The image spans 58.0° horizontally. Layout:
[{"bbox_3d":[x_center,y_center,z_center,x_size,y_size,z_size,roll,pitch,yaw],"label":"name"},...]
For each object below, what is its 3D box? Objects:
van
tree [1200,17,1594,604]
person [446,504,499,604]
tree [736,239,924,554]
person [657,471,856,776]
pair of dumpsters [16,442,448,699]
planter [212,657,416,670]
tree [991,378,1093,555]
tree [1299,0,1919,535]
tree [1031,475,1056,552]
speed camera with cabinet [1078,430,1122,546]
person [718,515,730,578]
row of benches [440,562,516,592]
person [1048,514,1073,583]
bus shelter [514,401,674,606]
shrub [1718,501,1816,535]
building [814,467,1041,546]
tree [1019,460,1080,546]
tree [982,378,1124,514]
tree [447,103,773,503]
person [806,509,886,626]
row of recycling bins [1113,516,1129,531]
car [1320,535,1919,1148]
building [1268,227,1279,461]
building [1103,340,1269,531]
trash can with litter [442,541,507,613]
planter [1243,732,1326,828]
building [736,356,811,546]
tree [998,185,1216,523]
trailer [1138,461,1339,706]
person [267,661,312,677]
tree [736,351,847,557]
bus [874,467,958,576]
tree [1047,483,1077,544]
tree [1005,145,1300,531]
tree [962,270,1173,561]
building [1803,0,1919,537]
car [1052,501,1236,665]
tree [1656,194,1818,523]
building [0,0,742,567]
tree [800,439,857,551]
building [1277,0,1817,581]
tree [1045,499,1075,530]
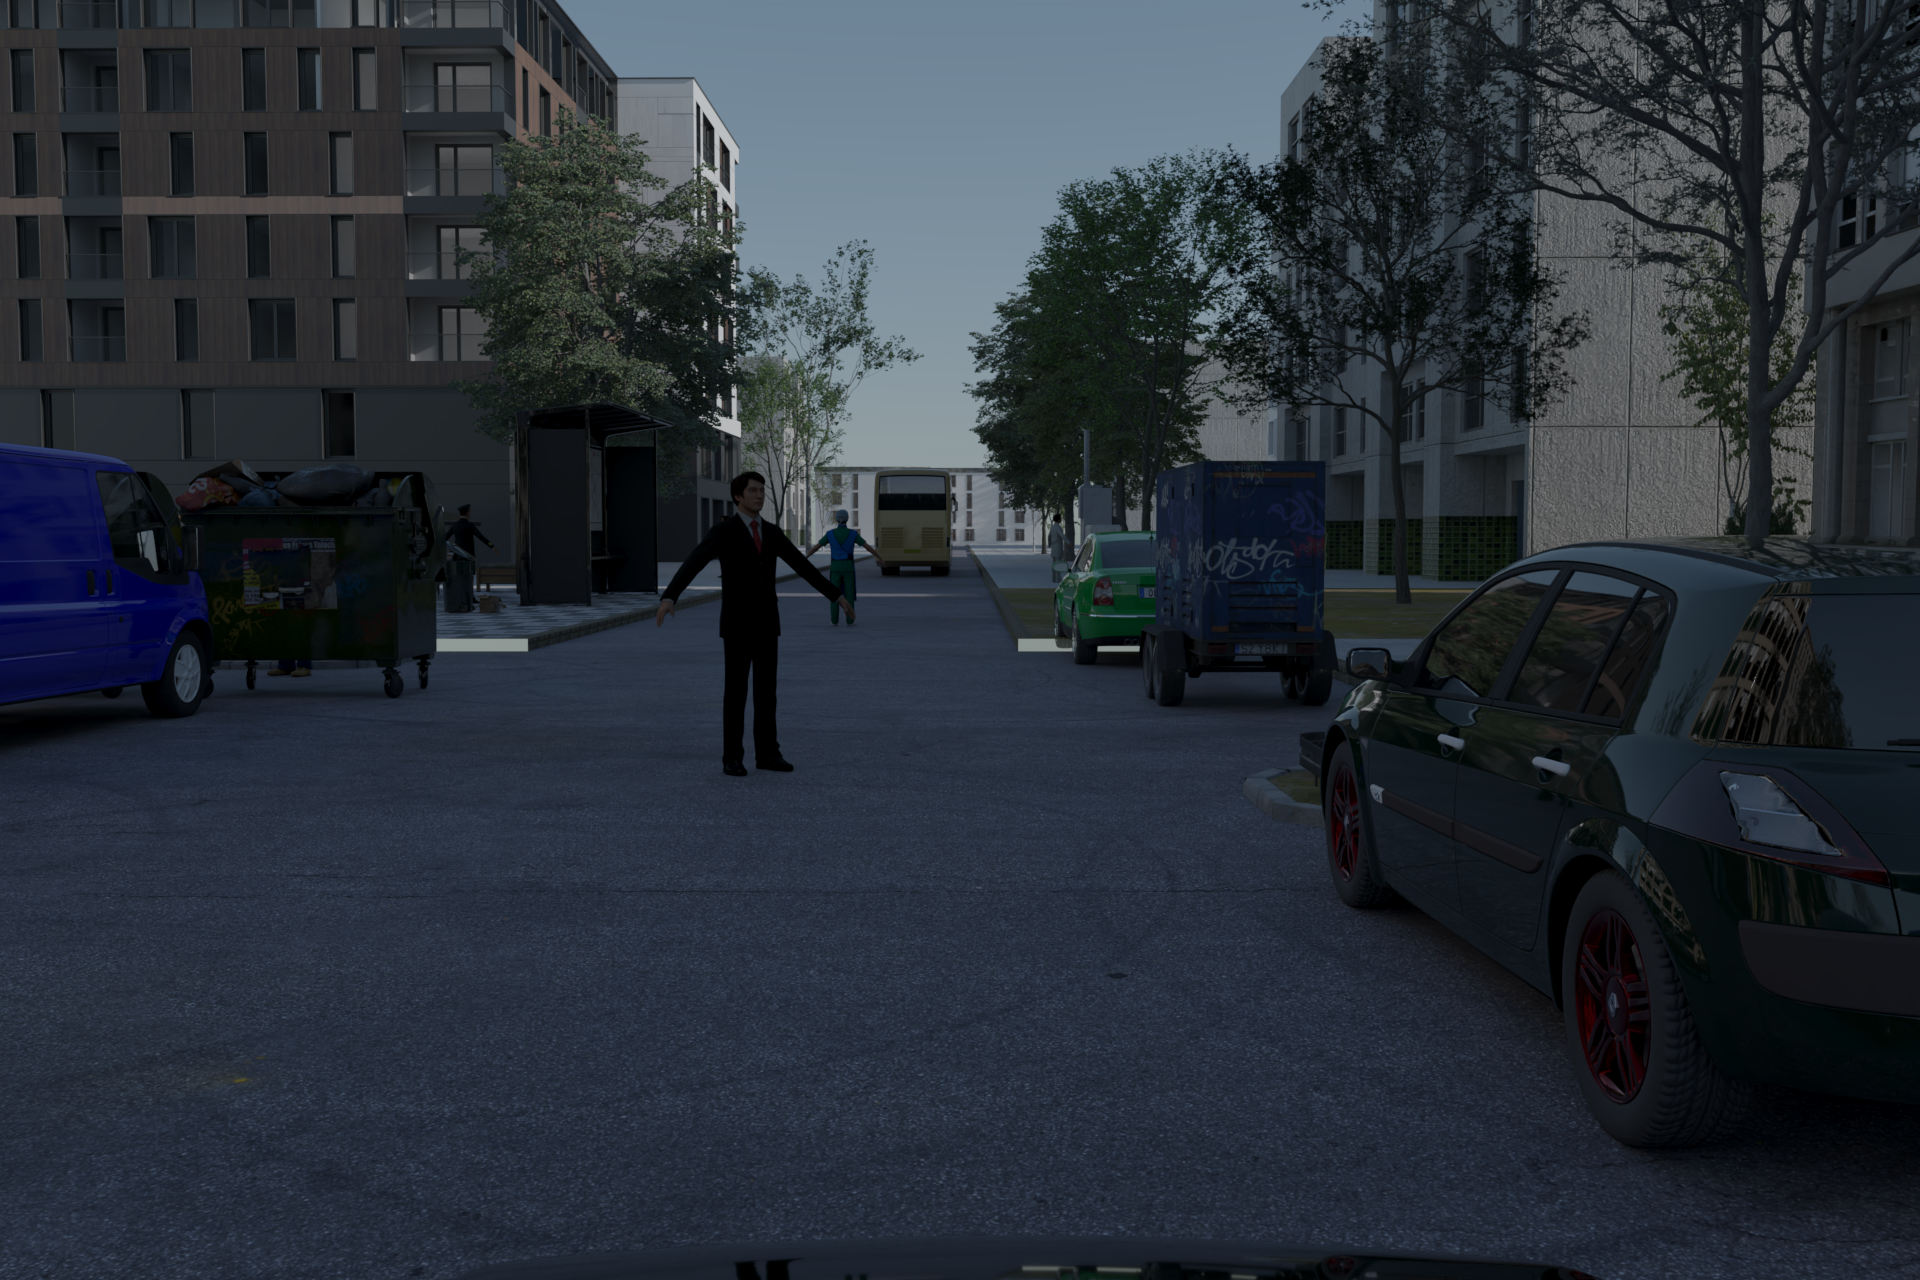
[{"bbox_3d":[-6.958,-0.452,11.780,2.240,2.365,5.245,0,4,0],"label":"van"},{"bbox_3d":[7.881,-5.956,31.801,7.601,10.594,8.767,1,4,18],"label":"tree"},{"bbox_3d":[-9.105,-1.590,31.931,1.347,1.837,0.705,2,4,24],"label":"person"},{"bbox_3d":[-8.259,-15.546,110.060,12.611,20.169,13.585,0,3,0],"label":"tree"},{"bbox_3d":[-1.244,-0.108,10.405,1.347,1.806,0.705,-3,4,-37],"label":"person"},{"bbox_3d":[-6.980,-0.643,15.465,4.436,2.255,1.574,0,4,0],"label":"pair of dumpsters"},{"bbox_3d":[-7.159,0.114,19.270,1.991,0.319,1.994,0,4,1],"label":"planter"},{"bbox_3d":[5.430,-11.209,109.024,9.928,11.665,9.643,0,3,0],"label":"tree"},{"bbox_3d":[8.453,-6.569,17.773,12.009,13.543,11.850,0,3,0],"label":"tree"},{"bbox_3d":[5.452,-10.537,122.639,4.737,8.622,4.395,0,3,0],"label":"tree"},{"bbox_3d":[2.613,-2.316,32.204,0.660,3.252,2.038,0,4,-2],"label":"speed camera with cabinet"},{"bbox_3d":[-6.882,-2.720,50.608,0.704,1.843,1.345,-2,4,-35],"label":"person"},{"bbox_3d":[-10.204,-1.408,38.487,4.104,0.672,1.422,0,4,7],"label":"row of benches"},{"bbox_3d":[2.599,-2.422,45.787,0.705,1.806,1.347,-2,4,-23],"label":"person"},{"bbox_3d":[-7.003,-2.599,33.784,1.731,3.624,6.357,0,4,1],"label":"bus shelter"},{"bbox_3d":[13.929,-1.570,30.092,1.690,2.028,1.600,0,3,0],"label":"shrub"},{"bbox_3d":[-3.804,-16.597,215.966,28.070,9.664,9.099,0,4,0],"label":"building"},{"bbox_3d":[5.385,-9.179,100.439,4.737,8.622,4.395,0,3,0],"label":"tree"},{"bbox_3d":[4.971,-9.579,91.028,8.767,10.594,7.601,1,4,16],"label":"tree"},{"bbox_3d":[-10.449,-8.872,51.705,9.857,13.997,8.962,0,3,0],"label":"tree"},{"bbox_3d":[-1.830,-1.130,27.057,1.347,1.817,0.704,0,4,3],"label":"person"},{"bbox_3d":[3.262,-2.000,39.816,1.069,1.692,3.534,0,4,1],"label":"row of recycling bins"},{"bbox_3d":[2.343,0.265,5.456,2.009,1.686,4.222,0,4,-1],"label":"car"},{"bbox_3d":[23.344,-14.957,100.969,16.016,20.090,11.380,0,4,1],"label":"building"},{"bbox_3d":[22.318,-18.333,166.203,16.747,18.905,31.486,0,4,0],"label":"building"},{"bbox_3d":[-7.969,-1.038,28.352,1.055,1.170,0.624,0,4,0],"label":"trash can with litter"},{"bbox_3d":[2.557,0.732,9.175,1.991,0.319,1.994,0,4,-1],"label":"planter"},{"bbox_3d":[-25.932,-19.681,188.247,16.747,18.905,31.486,0,3,0],"label":"building"},{"bbox_3d":[4.945,-8.487,56.897,7.486,12.596,7.792,0,3,0],"label":"tree"},{"bbox_3d":[2.323,-0.515,15.463,1.471,1.999,3.904,0,4,-1],"label":"trailer"},{"bbox_3d":[-6.758,-0.553,17.464,1.349,1.833,0.705,2,4,26],"label":"person"},{"bbox_3d":[-10.177,-10.494,97.331,9.928,11.665,9.643,0,3,0],"label":"tree"},{"bbox_3d":[-1.543,-4.353,62.714,2.896,3.916,12.252,0,4,0],"label":"bus"},{"bbox_3d":[12.558,-16.105,213.678,4.737,8.622,4.395,0,3,0],"label":"tree"},{"bbox_3d":[5.171,-7.374,46.324,9.928,11.665,9.643,0,3,0],"label":"tree"},{"bbox_3d":[5.034,-10.665,81.023,9.857,13.997,8.962,0,3,0],"label":"tree"},{"bbox_3d":[25.513,-12.561,12.977,19.016,26.051,41.698,0,4,0],"label":"building"},{"bbox_3d":[2.106,-0.710,20.408,1.959,1.807,4.718,0,4,-1],"label":"car"},{"bbox_3d":[16.588,-5.279,36.680,4.737,8.622,4.395,0,3,0],"label":"tree"},{"bbox_3d":[-25.836,-14.187,75.928,27.936,21.610,32.646,0,4,1],"label":"building"},{"bbox_3d":[-10.266,-10.862,127.957,4.360,8.622,3.978,0,3,0],"label":"tree"},{"bbox_3d":[21.302,-11.512,54.673,16.747,18.905,31.486,0,3,0],"label":"building"},{"bbox_3d":[13.295,-16.407,218.613,4.360,8.622,3.978,0,3,0],"label":"tree"}]
